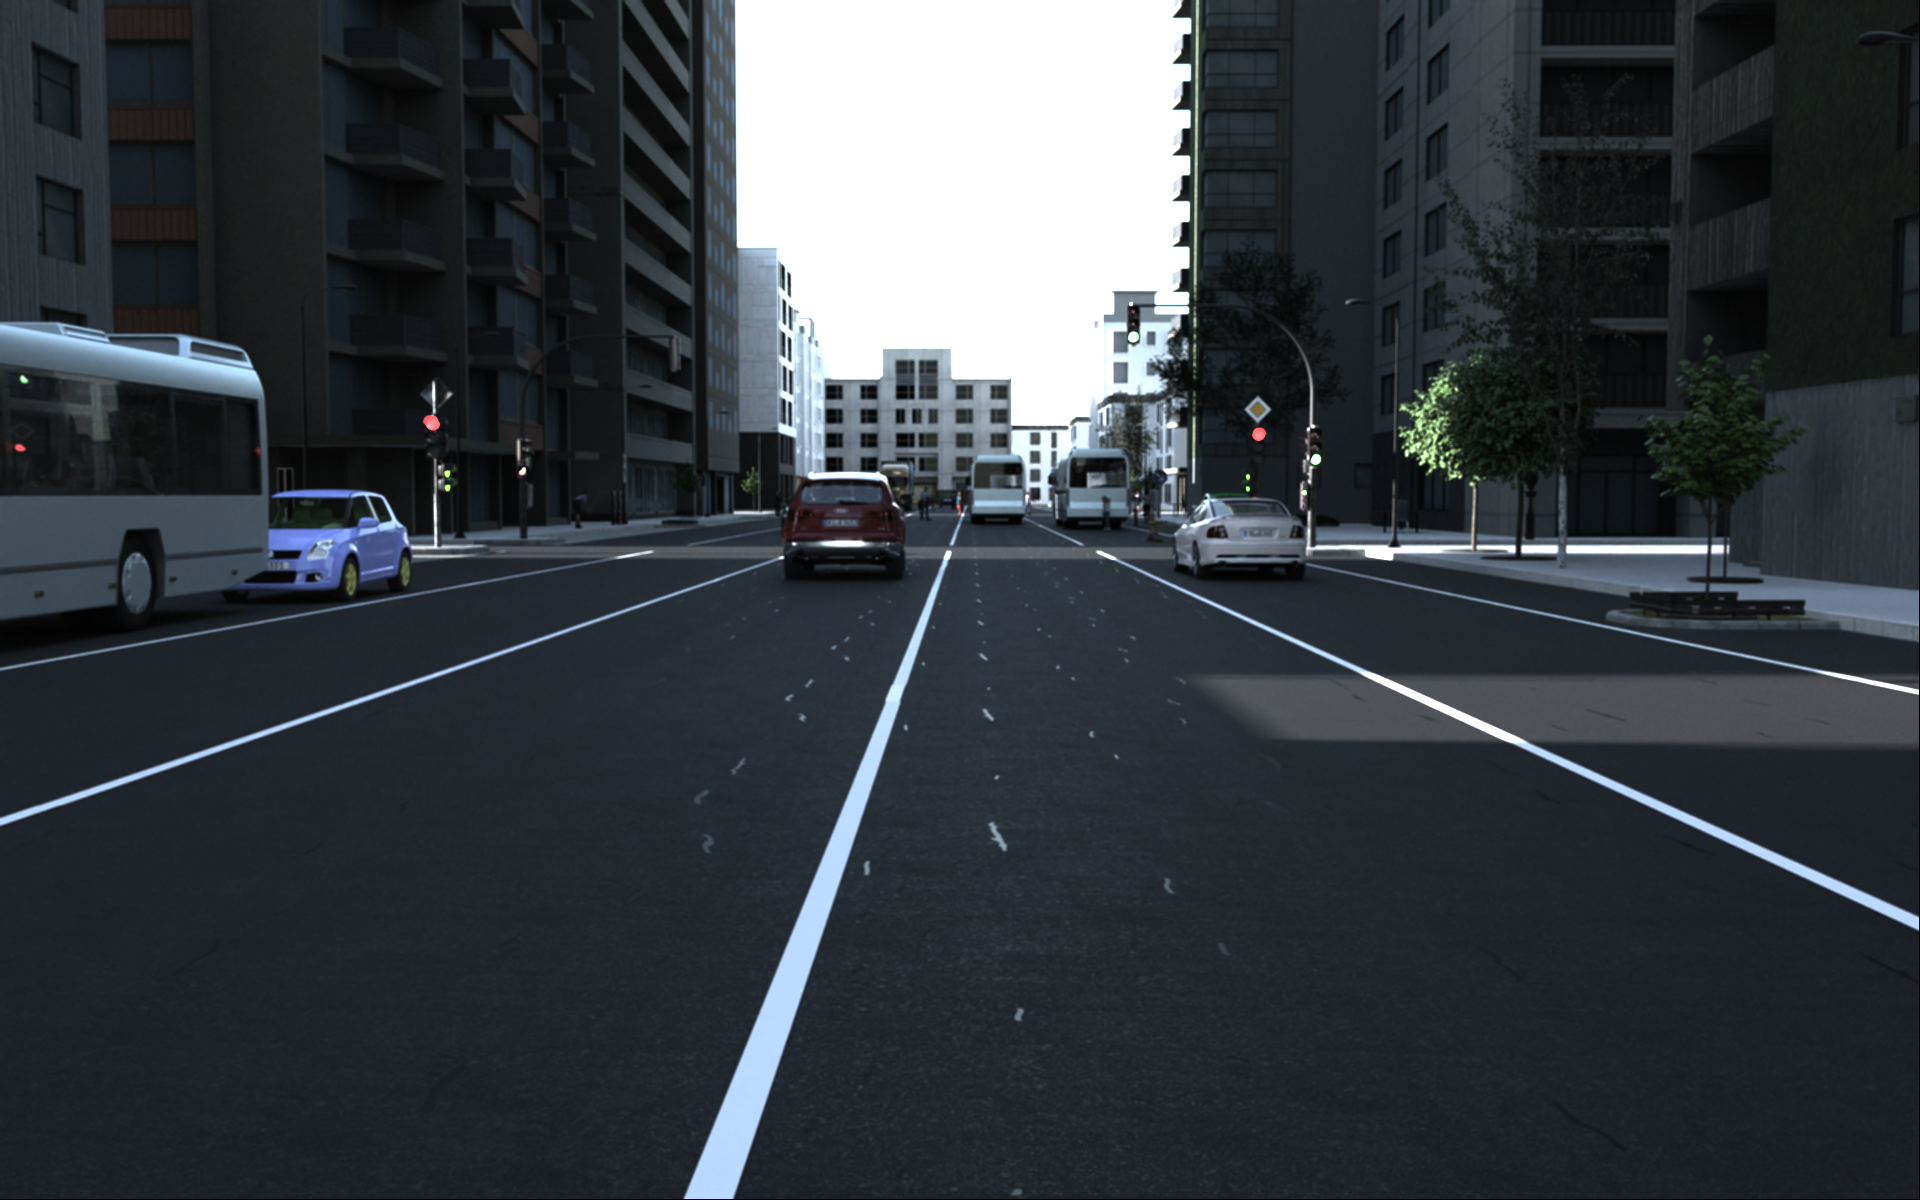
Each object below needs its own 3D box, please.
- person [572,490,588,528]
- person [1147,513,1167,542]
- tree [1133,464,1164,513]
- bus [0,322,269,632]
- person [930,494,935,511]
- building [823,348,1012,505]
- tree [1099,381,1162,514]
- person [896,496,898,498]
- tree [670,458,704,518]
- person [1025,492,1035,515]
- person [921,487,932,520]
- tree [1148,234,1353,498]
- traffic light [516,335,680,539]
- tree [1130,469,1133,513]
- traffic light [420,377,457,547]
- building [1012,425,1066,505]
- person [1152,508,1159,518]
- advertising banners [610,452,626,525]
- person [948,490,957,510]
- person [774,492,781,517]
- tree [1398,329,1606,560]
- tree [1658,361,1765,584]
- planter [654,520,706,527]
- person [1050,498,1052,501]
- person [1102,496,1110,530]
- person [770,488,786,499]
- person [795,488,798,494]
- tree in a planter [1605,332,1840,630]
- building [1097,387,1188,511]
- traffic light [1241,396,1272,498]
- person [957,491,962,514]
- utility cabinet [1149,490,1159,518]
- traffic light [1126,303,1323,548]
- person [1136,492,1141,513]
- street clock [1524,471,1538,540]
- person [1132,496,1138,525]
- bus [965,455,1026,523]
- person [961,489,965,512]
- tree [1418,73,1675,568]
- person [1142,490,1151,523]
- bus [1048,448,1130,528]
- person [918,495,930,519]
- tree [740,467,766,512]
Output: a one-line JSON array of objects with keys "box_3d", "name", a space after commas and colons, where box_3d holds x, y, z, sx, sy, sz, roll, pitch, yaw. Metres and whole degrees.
[{"box_3d": [-14.213, -3.398, 64.840, 0.421, 1.427, 0.697, 2, 4, 34], "name": "person"}, {"box_3d": [5.896, -2.167, 51.851, 0.347, 0.859, 0.695, -3, 5, -43], "name": "person"}, {"box_3d": [11.984, -6.998, 109.014, 1.663, 3.219, 1.824, 0, 3, 0], "name": "tree"}, {"box_3d": [-9.731, -1.219, 14.788, 2.948, 3.499, 13.247, 0, 4, -1], "name": "bus"}, {"box_3d": [-2.385, -8.501, 150.730, 0.421, 1.427, 0.697, 1, 4, 10], "name": "person"}, {"box_3d": [-9.376, -21.480, 217.650, 31.486, 18.905, 16.747, 0, 4, 0], "name": "building"}, {"box_3d": [11.217, -9.981, 113.550, 4.360, 8.622, 3.978, 0, 3, 0], "name": "tree"}, {"box_3d": [-5.417, -7.965, 139.418, 1.217, 1.739, 0.721, -2, 4, -30], "name": "person"}, {"box_3d": [-14.399, -5.947, 91.841, 1.663, 3.219, 1.824, 0, 3, 0], "name": "tree"}, {"box_3d": [4.657, -6.598, 118.331, 0.963, 1.587, 0.435, 1, 4, 18], "name": "person"}, {"box_3d": [-1.806, -5.273, 94.579, 0.709, 1.838, 0.599, -3, 5, -43], "name": "person"}, {"box_3d": [10.465, -7.885, 63.327, 8.767, 10.594, 7.601, 3, 4, 38], "name": "tree"}, {"box_3d": [-10.420, -4.586, 49.649, 4.771, 5.953, 1.251, 0, 4, 0], "name": "traffic light"}, {"box_3d": [11.955, -7.678, 120.130, 1.663, 3.219, 1.824, 0, 3, 0], "name": "tree"}, {"box_3d": [-12.561, -3.225, 41.642, 0.839, 4.253, 0.868, 0, 4, 0], "name": "traffic light"}, {"box_3d": [20.380, -16.639, 214.187, 28.070, 9.664, 9.099, 0, 4, 0], "name": "building"}, {"box_3d": [10.348, -4.615, 91.968, 0.381, 0.543, 0.357, 1, 4, 9], "name": "person"}, {"box_3d": [-14.157, -4.634, 71.959, 0.090, 3.025, 2.074, 0, 4, 7], "name": "advertising banners"}, {"box_3d": [-0.580, -9.279, 160.202, 1.348, 1.826, 0.705, -2, 4, -29], "name": "person"}, {"box_3d": [-11.574, -6.061, 109.874, 0.482, 1.546, 0.388, 3, 5, 41], "name": "person"}, {"box_3d": [10.956, -3.079, 34.051, 4.285, 4.588, 4.351, 0, 3, 0], "name": "tree"}, {"box_3d": [11.276, -1.880, 25.335, 1.663, 3.219, 1.824, 0, 3, 0], "name": "tree"}, {"box_3d": [-12.076, -3.290, 74.926, 1.991, 0.319, 1.994, 0, 4, 0], "name": "planter"}, {"box_3d": [7.177, -7.180, 126.031, 1.348, 1.807, 0.705, -1, 4, -17], "name": "person"}, {"box_3d": [5.882, -3.489, 69.450, 0.435, 1.345, 0.340, 2, 4, 34], "name": "person"}, {"box_3d": [-14.029, -7.754, 133.542, 1.217, 1.735, 0.721, -1, 4, -12], "name": "person"}, {"box_3d": [-8.596, -5.155, 92.939, 0.789, 1.805, 0.875, 3, 4, 37], "name": "person"}, {"box_3d": [8.327, -1.344, 19.196, 1.991, 3.239, 1.994, 0, 4, 0], "name": "tree in a planter"}, {"box_3d": [17.169, -12.503, 146.578, 9.099, 9.664, 28.070, 0, 4, 0], "name": "building"}, {"box_3d": [8.469, -3.706, 49.516, 0.839, 4.253, 0.868, 0, 4, 0], "name": "traffic light"}, {"box_3d": [-0.054, -6.837, 121.987, 0.444, 1.614, 0.593, 1, 4, 17], "name": "person"}, {"box_3d": [10.388, -5.145, 92.802, 0.318, 1.500, 1.173, -1, 4, -9], "name": "utility cabinet"}, {"box_3d": [6.328, -4.082, 41.402, 4.771, 5.953, 1.251, 0, 4, 0], "name": "traffic light"}, {"box_3d": [11.798, -6.459, 114.879, 0.421, 1.427, 0.697, 1, 4, 17], "name": "person"}, {"box_3d": [16.066, -2.703, 48.767, 0.358, 2.002, 0.471, 3, 5, 41], "name": "street clock"}, {"box_3d": [8.011, -4.090, 79.284, 0.340, 1.345, 0.435, -1, 4, -18], "name": "person"}, {"box_3d": [1.776, -5.669, 87.540, 2.948, 3.499, 13.247, 0, 4, 0], "name": "bus"}, {"box_3d": [0.130, -7.932, 138.196, 0.705, 1.822, 1.348, -1, 4, -23], "name": "person"}, {"box_3d": [10.196, -4.856, 29.761, 4.360, 8.622, 3.978, 0, 3, 0], "name": "tree"}, {"box_3d": [9.186, -4.618, 85.470, 0.517, 1.644, 0.566, 2, 4, 28], "name": "person"}, {"box_3d": [5.597, -4.981, 76.299, 2.948, 3.499, 13.247, 0, 4, 0], "name": "bus"}, {"box_3d": [-2.059, -5.324, 98.777, 0.697, 1.427, 0.421, 1, 4, 15], "name": "person"}, {"box_3d": [-14.791, -7.920, 124.090, 1.663, 3.219, 1.824, 0, 3, 0], "name": "tree"}]
